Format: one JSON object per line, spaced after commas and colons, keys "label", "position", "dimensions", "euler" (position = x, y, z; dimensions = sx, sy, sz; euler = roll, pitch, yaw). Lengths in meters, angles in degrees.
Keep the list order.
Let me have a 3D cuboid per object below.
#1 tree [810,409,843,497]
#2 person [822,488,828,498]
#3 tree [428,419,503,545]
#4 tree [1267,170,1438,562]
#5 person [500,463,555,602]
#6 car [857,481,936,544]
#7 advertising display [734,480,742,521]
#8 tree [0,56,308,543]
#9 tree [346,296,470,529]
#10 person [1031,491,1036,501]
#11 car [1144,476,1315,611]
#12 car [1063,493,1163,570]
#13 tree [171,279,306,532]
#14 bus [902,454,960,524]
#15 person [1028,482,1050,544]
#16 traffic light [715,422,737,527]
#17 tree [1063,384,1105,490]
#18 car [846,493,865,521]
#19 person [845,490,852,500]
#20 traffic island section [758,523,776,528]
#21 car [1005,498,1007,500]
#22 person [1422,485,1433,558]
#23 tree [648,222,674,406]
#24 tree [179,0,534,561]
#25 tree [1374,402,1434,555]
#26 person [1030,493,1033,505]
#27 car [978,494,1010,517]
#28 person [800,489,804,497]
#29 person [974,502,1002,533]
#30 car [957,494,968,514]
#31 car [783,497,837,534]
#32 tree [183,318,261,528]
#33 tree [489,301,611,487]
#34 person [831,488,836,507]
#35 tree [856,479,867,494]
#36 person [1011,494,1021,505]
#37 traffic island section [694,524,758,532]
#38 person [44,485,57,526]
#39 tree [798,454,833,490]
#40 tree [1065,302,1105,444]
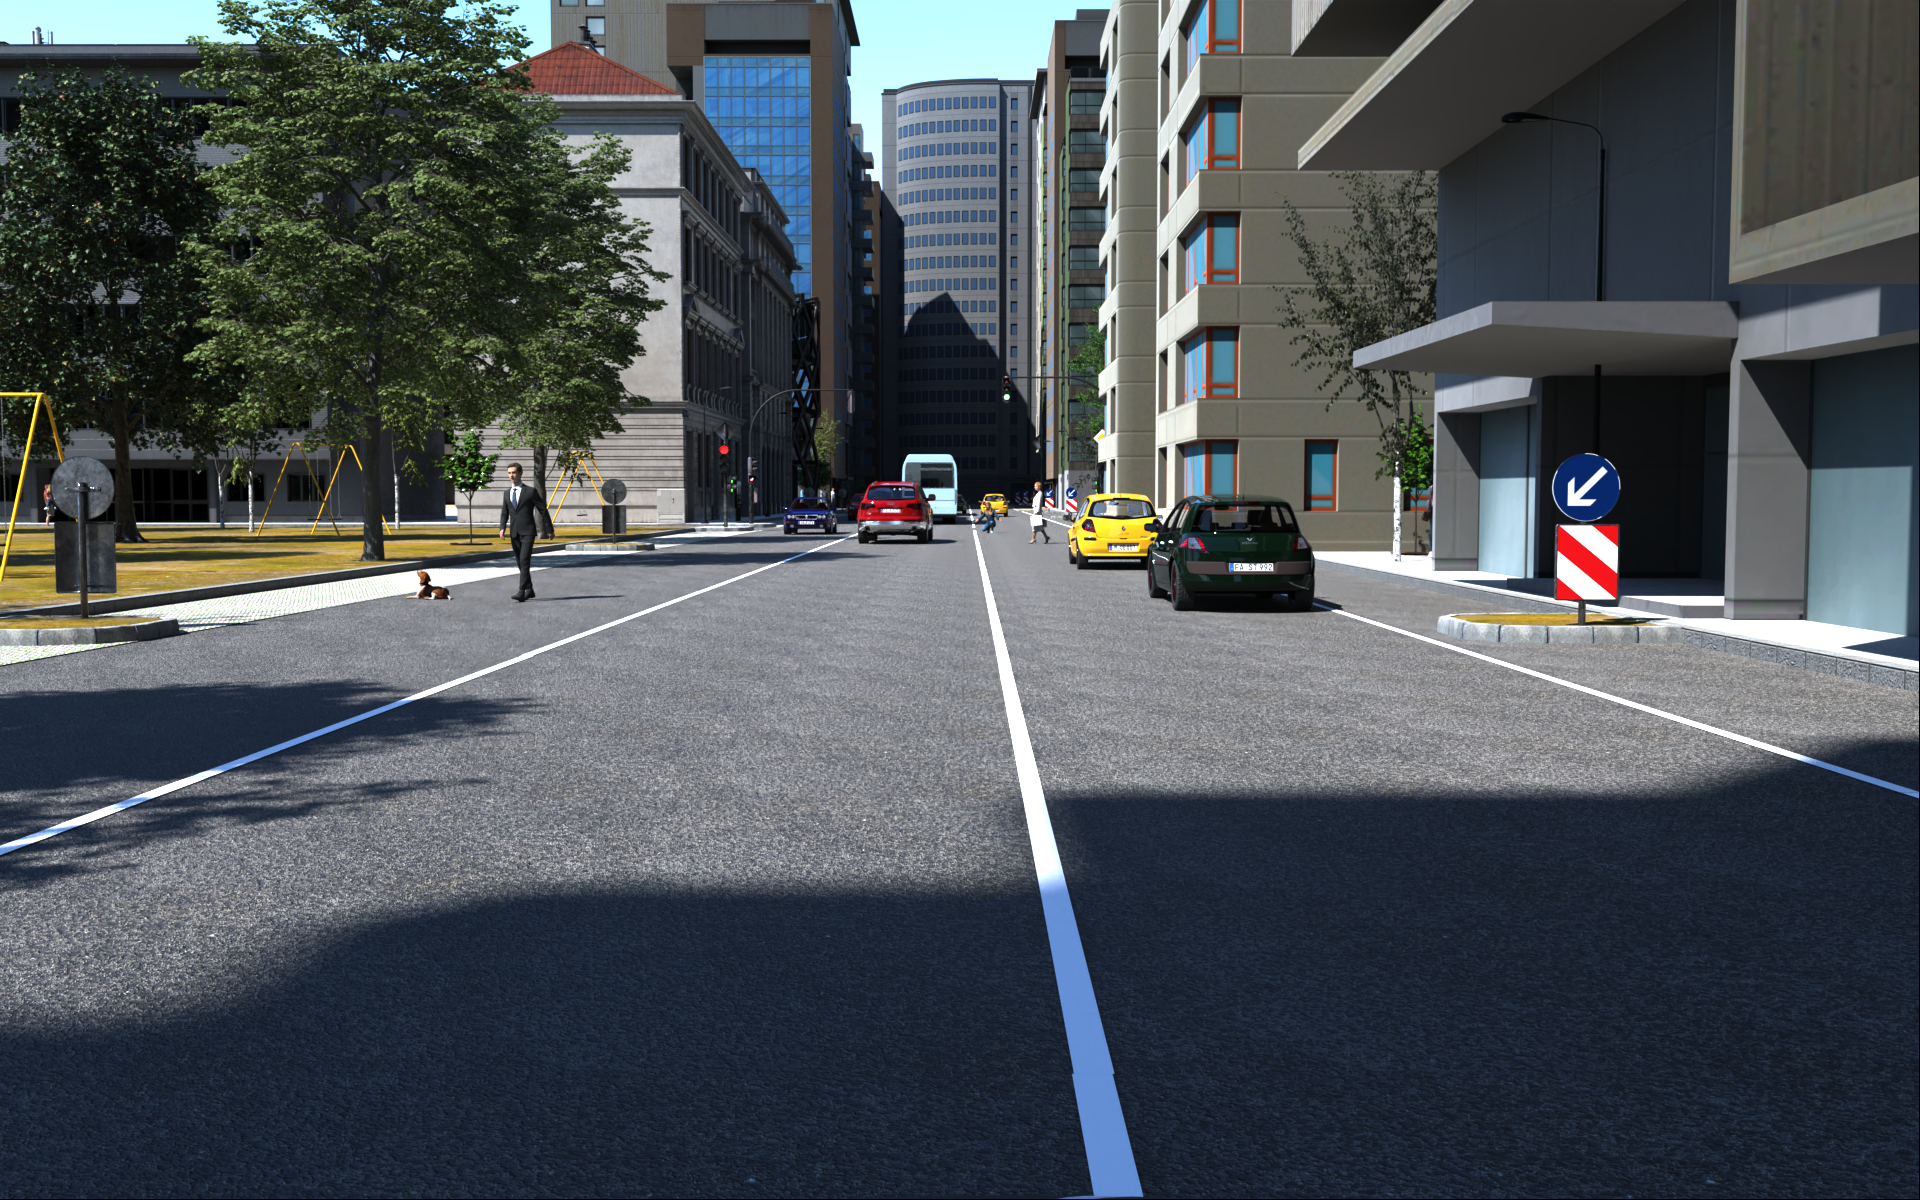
{"label": "tree", "position": [-12.053, -12.050, 147.381], "dimensions": [4.737, 8.622, 4.395], "euler": [0, 3, 0]}
{"label": "person", "position": [-11.693, -8.777, 149.650], "dimensions": [0.694, 1.812, 0.767], "euler": [-1, 4, -23]}
{"label": "tree", "position": [-12.252, -2.996, 43.583], "dimensions": [1.663, 3.219, 1.824], "euler": [0, 3, 0]}
{"label": "tree", "position": [8.053, -5.029, 32.589], "dimensions": [4.360, 8.622, 3.978], "euler": [0, 3, 0]}
{"label": "person", "position": [-5.882, -0.911, 23.165], "dimensions": [0.659, 1.850, 0.755], "euler": [1, 4, 18]}
{"label": "car", "position": [-1.889, -2.626, 51.609], "dimensions": [2.281, 1.827, 5.304], "euler": [0, 4, 2]}
{"label": "advertising display", "position": [-10.511, -4.698, 82.031], "dimensions": [0.123, 1.923, 0.974], "euler": [0, 4, 6]}
{"label": "tree", "position": [-22.333, -7.872, 45.709], "dimensions": [9.611, 12.733, 9.660], "euler": [0, 3, 0]}
{"label": "tree", "position": [-20.535, -6.934, 63.740], "dimensions": [4.737, 8.622, 4.395], "euler": [0, 3, 0]}
{"label": "person", "position": [6.839, -9.308, 161.406], "dimensions": [0.721, 1.735, 1.217], "euler": [1, 4, 19]}
{"label": "car", "position": [3.469, -0.788, 22.663], "dimensions": [2.009, 1.686, 4.222], "euler": [0, 3, 0]}
{"label": "car", "position": [3.071, -1.473, 34.315], "dimensions": [2.015, 1.641, 3.980], "euler": [0, 4, 0]}
{"label": "tree", "position": [-24.092, -6.586, 58.041], "dimensions": [4.737, 8.622, 4.395], "euler": [0, 3, 0]}
{"label": "bus", "position": [-1.452, -5.628, 86.870], "dimensions": [2.948, 3.499, 13.247], "euler": [0, 4, 0]}
{"label": "person", "position": [2.290, -2.512, 49.925], "dimensions": [0.624, 1.780, 0.694], "euler": [1, 4, 13]}
{"label": "traffic light", "position": [-9.058, -4.776, 67.005], "dimensions": [0.839, 4.253, 0.868], "euler": [0, 4, 0]}
{"label": "tree", "position": [8.766, -9.827, 111.040], "dimensions": [4.360, 8.622, 3.978], "euler": [0, 3, 0]}
{"label": "car", "position": [-5.153, -5.249, 94.854], "dimensions": [2.155, 1.783, 4.494], "euler": [0, 4, 1]}
{"label": "person", "position": [-12.769, -11.512, 195.091], "dimensions": [1.217, 1.723, 0.721], "euler": [1, 4, 13]}
{"label": "traffic island section", "position": [-9.067, -3.232, 75.125], "dimensions": [2.009, 0.180, 2.903], "euler": [0, 4, 0]}
{"label": "car", "position": [3.532, -9.607, 167.303], "dimensions": [2.015, 1.641, 3.980], "euler": [0, 4, 2]}
{"label": "person", "position": [9.542, -1.711, 34.614], "dimensions": [0.593, 1.750, 0.643], "euler": [1, 4, 23]}
{"label": "tree", "position": [-12.116, -8.028, 49.390], "dimensions": [7.486, 12.596, 7.792], "euler": [0, 3, 0]}
{"label": "tree", "position": [-11.006, -7.044, 33.299], "dimensions": [7.486, 12.596, 7.792], "euler": [0, 3, 0]}
{"label": "tree", "position": [9.640, -2.559, 36.442], "dimensions": [1.663, 3.219, 1.824], "euler": [0, 3, 0]}
{"label": "person", "position": [8.366, -11.712, 200.759], "dimensions": [0.421, 1.427, 0.697], "euler": [0, 4, 7]}
{"label": "car", "position": [2.183, -6.122, 110.322], "dimensions": [2.015, 1.641, 3.980], "euler": [0, 4, 0]}
{"label": "person", "position": [-13.556, -8.699, 148.130], "dimensions": [0.748, 1.841, 0.638], "euler": [1, 4, 9]}
{"label": "person", "position": [1.134, -3.034, 63.606], "dimensions": [1.012, 1.151, 0.738], "euler": [2, 4, 23]}
{"label": "car", "position": [-0.459, -6.973, 125.805], "dimensions": [2.131, 1.459, 4.920], "euler": [0, 4, 2]}
{"label": "car", "position": [-5.396, -3.063, 62.652], "dimensions": [1.945, 1.354, 3.894], "euler": [0, 4, 0]}
{"label": "tree", "position": [-27.853, -7.009, 64.961], "dimensions": [4.360, 8.622, 3.978], "euler": [0, 3, 0]}
{"label": "tree", "position": [-14.246, -6.665, 59.333], "dimensions": [4.360, 8.622, 3.978], "euler": [0, 3, 0]}
{"label": "person", "position": [-10.740, -8.535, 145.810], "dimensions": [0.641, 1.798, 0.478], "euler": [3, 5, 41]}
{"label": "tree", "position": [-11.397, -12.365, 196.766], "dimensions": [1.663, 3.219, 1.824], "euler": [0, 3, 0]}
{"label": "person", "position": [6.925, -12.500, 212.817], "dimensions": [1.348, 1.831, 0.705], "euler": [0, 4, 5]}
{"label": "traffic island section", "position": [-9.098, -2.744, 67.140], "dimensions": [2.009, 0.180, 2.903], "euler": [0, 4, 0]}
{"label": "person", "position": [-36.779, -3.762, 69.986], "dimensions": [0.580, 1.828, 0.573], "euler": [1, 4, 19]}
{"label": "tree", "position": [-11.875, -9.544, 139.760], "dimensions": [4.285, 4.588, 4.351], "euler": [0, 3, 0]}
{"label": "tree", "position": [9.421, -10.187, 92.310], "dimensions": [9.928, 11.665, 9.643], "euler": [0, 3, 0]}
